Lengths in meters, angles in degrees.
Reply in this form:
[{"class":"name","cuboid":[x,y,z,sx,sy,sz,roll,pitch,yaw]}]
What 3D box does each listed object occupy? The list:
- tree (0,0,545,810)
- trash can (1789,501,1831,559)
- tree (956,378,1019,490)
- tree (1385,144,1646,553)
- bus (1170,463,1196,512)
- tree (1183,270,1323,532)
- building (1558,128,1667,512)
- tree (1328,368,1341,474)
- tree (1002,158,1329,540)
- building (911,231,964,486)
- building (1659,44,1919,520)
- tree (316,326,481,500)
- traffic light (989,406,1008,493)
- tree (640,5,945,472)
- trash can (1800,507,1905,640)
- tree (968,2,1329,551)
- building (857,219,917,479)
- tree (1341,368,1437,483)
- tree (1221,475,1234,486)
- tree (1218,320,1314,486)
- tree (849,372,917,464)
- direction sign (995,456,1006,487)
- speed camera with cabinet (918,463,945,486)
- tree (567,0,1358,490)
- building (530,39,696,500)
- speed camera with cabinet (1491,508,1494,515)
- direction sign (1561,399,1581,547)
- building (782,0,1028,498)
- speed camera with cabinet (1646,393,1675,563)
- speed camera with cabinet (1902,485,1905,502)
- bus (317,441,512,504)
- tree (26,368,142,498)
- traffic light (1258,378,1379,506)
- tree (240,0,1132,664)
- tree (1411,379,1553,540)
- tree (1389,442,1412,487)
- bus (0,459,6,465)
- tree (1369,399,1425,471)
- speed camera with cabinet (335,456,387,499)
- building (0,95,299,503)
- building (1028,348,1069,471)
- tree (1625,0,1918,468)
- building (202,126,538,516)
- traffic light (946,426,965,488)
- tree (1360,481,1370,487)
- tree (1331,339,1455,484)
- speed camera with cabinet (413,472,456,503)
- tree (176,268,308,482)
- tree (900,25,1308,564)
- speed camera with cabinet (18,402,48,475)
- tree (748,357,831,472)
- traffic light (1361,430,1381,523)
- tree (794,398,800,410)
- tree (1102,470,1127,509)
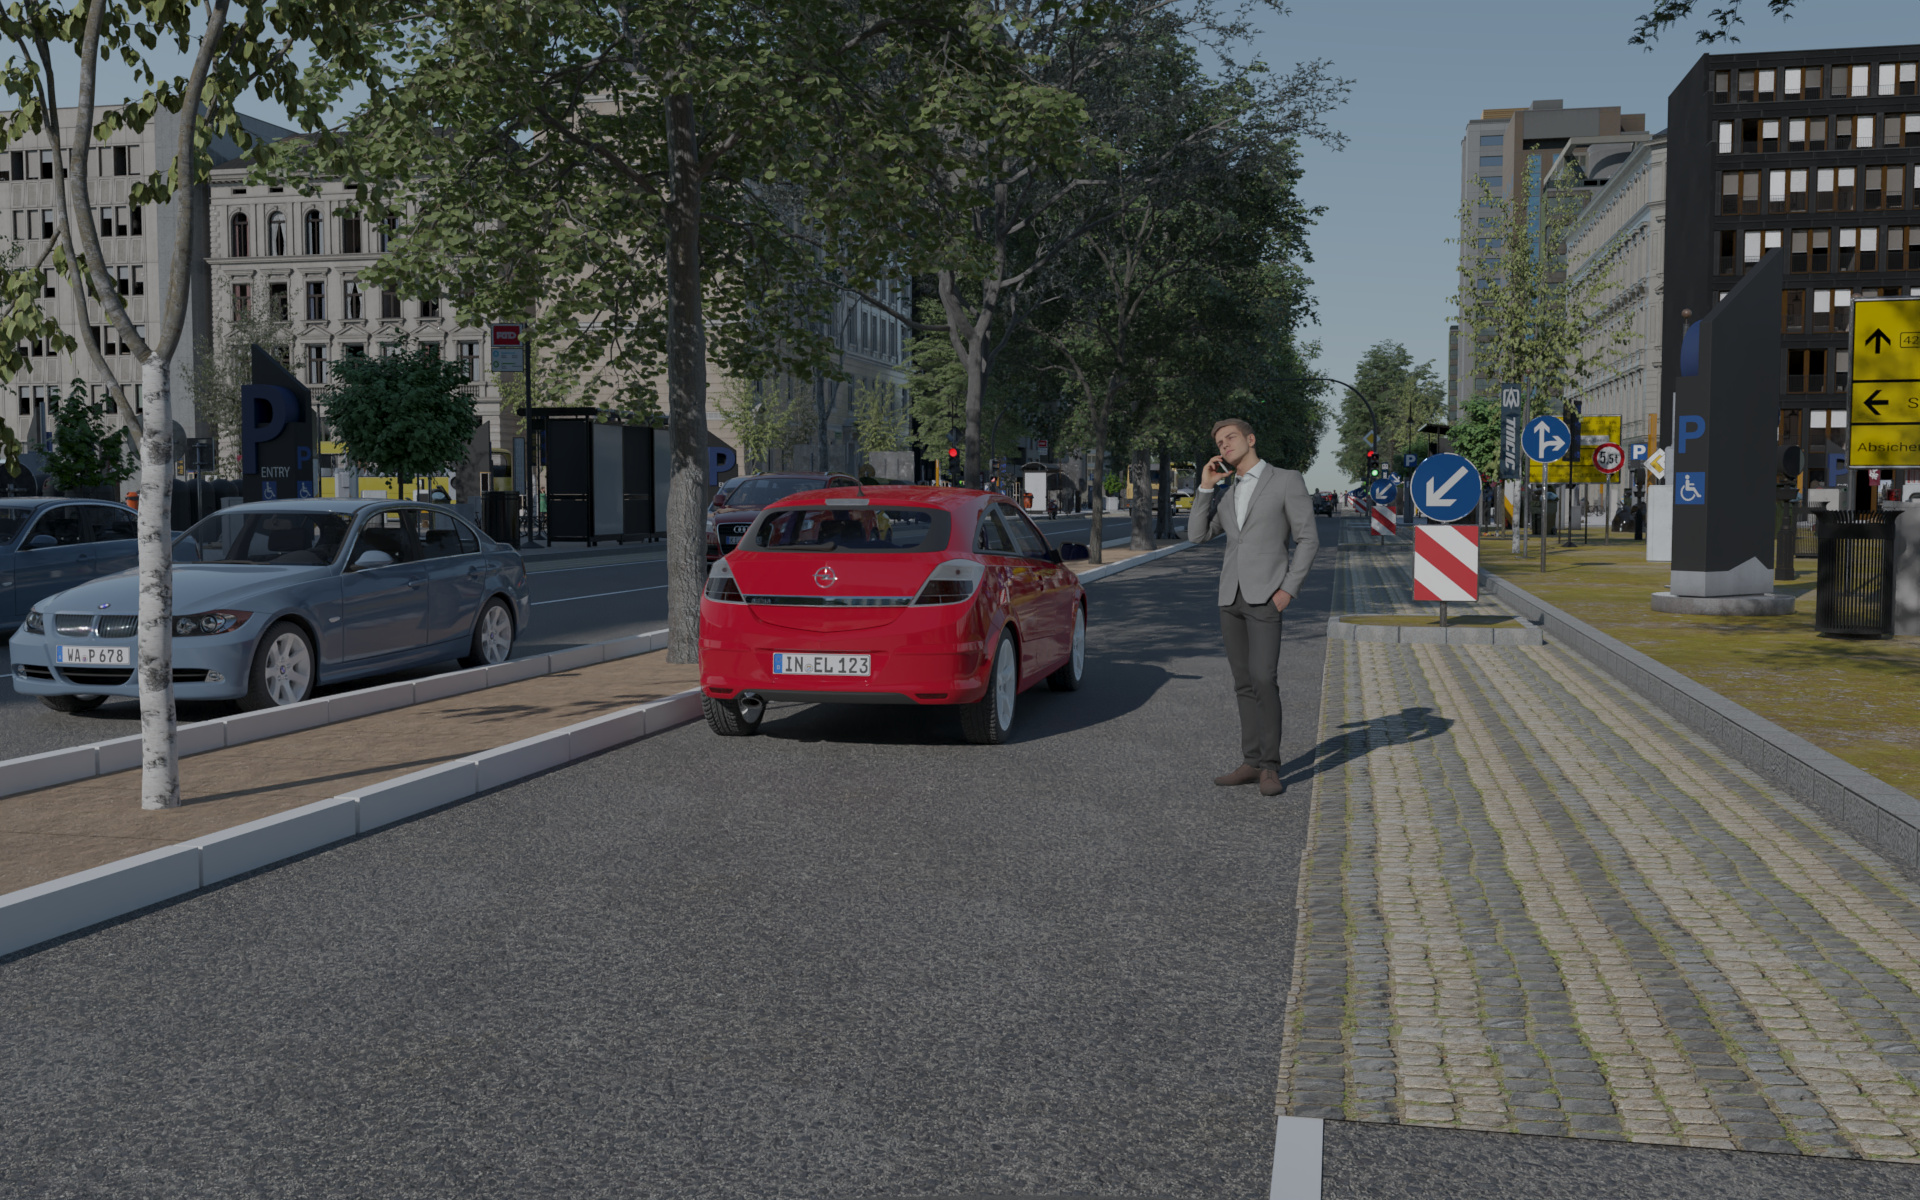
[{"class":"tree","cuboid":[-3.624,-3.366,7.861,4.737,8.622,4.395,0,3,0]},{"class":"trash can","cuboid":[16.881,-1.394,34.447,0.748,1.137,0.748,0,3,0]},{"class":"tree","cuboid":[1.683,-8.798,94.213,4.360,8.622,3.978,0,3,0]},{"class":"tree","cuboid":[12.325,-5.333,37.562,4.737,8.622,4.395,0,3,0]},{"class":"bus","cuboid":[17.125,-8.636,132.748,2.896,3.916,12.252,1,4,11]},{"class":"tree","cuboid":[8.872,-8.333,64.462,9.928,11.665,9.643,0,3,0]},{"class":"building","cuboid":[53.568,-21.131,121.913,17.030,29.872,44.131,1,4,12]},{"class":"tree","cuboid":[15.043,-10.536,91.735,9.611,12.733,9.660,0,3,0]},{"class":"tree","cuboid":[6.447,-8.243,54.243,9.611,12.733,9.660,0,3,0]},{"class":"building","cuboid":[-7.387,-19.242,144.291,12.332,23.373,15.834,1,4,12]},{"class":"building","cuboid":[45.874,-15.897,89.595,15.834,23.373,12.332,1,4,12]},{"class":"tree","cuboid":[-10.940,-3.079,34.059,4.285,4.588,4.351,0,3,0]},{"class":"traffic light","cuboid":[3.584,-6.358,78.628,4.771,5.953,1.251,1,4,12]},{"class":"tree","cuboid":[-6.101,-12.601,61.908,12.611,20.169,13.585,0,3,0]},{"class":"trash can","cuboid":[7.941,-0.227,15.369,0.748,1.137,0.748,0,3,0]},{"class":"tree","cuboid":[4.626,-8.209,43.322,9.857,13.997,8.962,0,3,0]},{"class":"building","cuboid":[-11.812,-20.821,126.325,13.634,28.700,20.117,1,4,12]},{"class":"tree","cuboid":[38.449,-14.486,153.855,9.611,12.733,9.660,0,3,0]},{"class":"tree","cuboid":[43.118,-19.957,276.651,4.737,8.622,4.395,0,3,0]},{"class":"tree","cuboid":[12.912,-9.911,82.636,7.486,12.596,7.792,0,3,0]},{"class":"tree","cuboid":[-4.972,-9.489,105.507,4.737,8.622,4.395,0,3,0]},{"class":"direction sign","cuboid":[2.325,-6.778,102.819,0.876,3.537,0.379,1,4,14]},{"class":"speed camera with cabinet","cuboid":[-1.865,-7.641,119.271,2.038,3.252,0.660,1,4,12]},{"class":"tree","cuboid":[0.191,-6.807,24.125,12.009,13.543,11.850,0,3,0]},{"class":"building","cuboid":[-15.896,-19.604,106.426,13.634,28.700,20.117,1,4,12]},{"class":"speed camera with cabinet","cuboid":[30.076,-6.352,98.185,2.038,3.252,0.660,0,4,-6]},{"class":"direction sign","cuboid":[14.730,-3.043,41.757,0.876,3.537,0.379,-3,5,-44]},{"class":"building","cuboid":[-5.754,-33.292,168.027,21.300,48.544,21.600,1,4,12]},{"class":"speed camera with cabinet","cuboid":[13.712,-2.374,33.155,0.660,3.252,2.038,2,4,34]},{"class":"speed camera with cabinet","cuboid":[14.642,-1.871,24.926,0.660,3.252,2.038,-1,4,-21]},{"class":"bus","cuboid":[-27.151,-5.482,81.177,12.252,3.916,2.896,1,4,13]},{"class":"tree","cuboid":[-13.340,-1.926,26.084,1.663,3.219,1.824,0,3,0]},{"class":"traffic light","cuboid":[14.104,-5.706,67.965,4.771,5.953,1.251,1,4,12]},{"class":"tree","cuboid":[-2.268,-5.707,13.894,7.486,12.596,7.792,0,3,0]},{"class":"tree","cuboid":[15.372,-3.986,48.890,4.285,4.588,4.351,0,3,0]},{"class":"tree","cuboid":[24.586,-6.631,92.131,4.285,4.588,4.351,0,3,0]},{"class":"bus","cuboid":[-52.481,-5.601,86.433,13.247,3.499,2.948,1,4,11]},{"class":"tree","cuboid":[33.273,-11.067,131.306,4.360,8.622,3.978,0,3,0]},{"class":"speed camera with cabinet","cuboid":[-25.715,-4.894,74.355,2.038,3.252,0.660,-2,4,-34]},{"class":"building","cuboid":[-54.007,-17.907,110.801,19.932,24.808,12.078,1,4,12]},{"class":"building","cuboid":[-3.646,-21.355,194.197,27.650,21.520,28.899,1,4,12]},{"class":"tree","cuboid":[5.470,-4.462,7.359,7.601,10.594,8.767,1,4,21]},{"class":"building","cuboid":[-34.493,-16.956,106.117,19.941,23.489,11.050,1,4,12]},{"class":"traffic light","cuboid":[-0.204,-5.035,71.249,0.839,4.253,0.868,1,4,12]},{"class":"tree","cuboid":[55.728,-15.169,231.726,4.285,4.588,4.351,0,3,0]},{"class":"tree","cuboid":[35.522,-14.321,140.796,9.857,13.997,8.962,0,3,0]},{"class":"speed camera with cabinet","cuboid":[-20.650,-4.557,68.843,2.038,3.252,0.660,0,4,-7]},{"class":"tree","cuboid":[-23.272,-6.498,56.608,4.360,8.622,3.978,0,3,0]},{"class":"tree","cuboid":[2.661,-5.983,34.696,8.767,10.594,7.601,1,4,12]},{"class":"speed camera with cabinet","cuboid":[-20.068,-2.672,38.031,0.660,3.252,2.038,-1,4,-11]},{"class":"tree","cuboid":[-8.605,-8.538,89.956,4.360,8.622,3.978,0,3,0]},{"class":"traffic light","cuboid":[17.892,-5.292,75.451,0.839,4.253,0.868,1,4,12]},{"class":"tree","cuboid":[-10.291,-8.250,85.243,4.737,8.622,4.395,0,3,0]},{"class":"tree","cuboid":[12.024,-8.698,136.817,1.663,3.219,1.824,0,3,0]}]
